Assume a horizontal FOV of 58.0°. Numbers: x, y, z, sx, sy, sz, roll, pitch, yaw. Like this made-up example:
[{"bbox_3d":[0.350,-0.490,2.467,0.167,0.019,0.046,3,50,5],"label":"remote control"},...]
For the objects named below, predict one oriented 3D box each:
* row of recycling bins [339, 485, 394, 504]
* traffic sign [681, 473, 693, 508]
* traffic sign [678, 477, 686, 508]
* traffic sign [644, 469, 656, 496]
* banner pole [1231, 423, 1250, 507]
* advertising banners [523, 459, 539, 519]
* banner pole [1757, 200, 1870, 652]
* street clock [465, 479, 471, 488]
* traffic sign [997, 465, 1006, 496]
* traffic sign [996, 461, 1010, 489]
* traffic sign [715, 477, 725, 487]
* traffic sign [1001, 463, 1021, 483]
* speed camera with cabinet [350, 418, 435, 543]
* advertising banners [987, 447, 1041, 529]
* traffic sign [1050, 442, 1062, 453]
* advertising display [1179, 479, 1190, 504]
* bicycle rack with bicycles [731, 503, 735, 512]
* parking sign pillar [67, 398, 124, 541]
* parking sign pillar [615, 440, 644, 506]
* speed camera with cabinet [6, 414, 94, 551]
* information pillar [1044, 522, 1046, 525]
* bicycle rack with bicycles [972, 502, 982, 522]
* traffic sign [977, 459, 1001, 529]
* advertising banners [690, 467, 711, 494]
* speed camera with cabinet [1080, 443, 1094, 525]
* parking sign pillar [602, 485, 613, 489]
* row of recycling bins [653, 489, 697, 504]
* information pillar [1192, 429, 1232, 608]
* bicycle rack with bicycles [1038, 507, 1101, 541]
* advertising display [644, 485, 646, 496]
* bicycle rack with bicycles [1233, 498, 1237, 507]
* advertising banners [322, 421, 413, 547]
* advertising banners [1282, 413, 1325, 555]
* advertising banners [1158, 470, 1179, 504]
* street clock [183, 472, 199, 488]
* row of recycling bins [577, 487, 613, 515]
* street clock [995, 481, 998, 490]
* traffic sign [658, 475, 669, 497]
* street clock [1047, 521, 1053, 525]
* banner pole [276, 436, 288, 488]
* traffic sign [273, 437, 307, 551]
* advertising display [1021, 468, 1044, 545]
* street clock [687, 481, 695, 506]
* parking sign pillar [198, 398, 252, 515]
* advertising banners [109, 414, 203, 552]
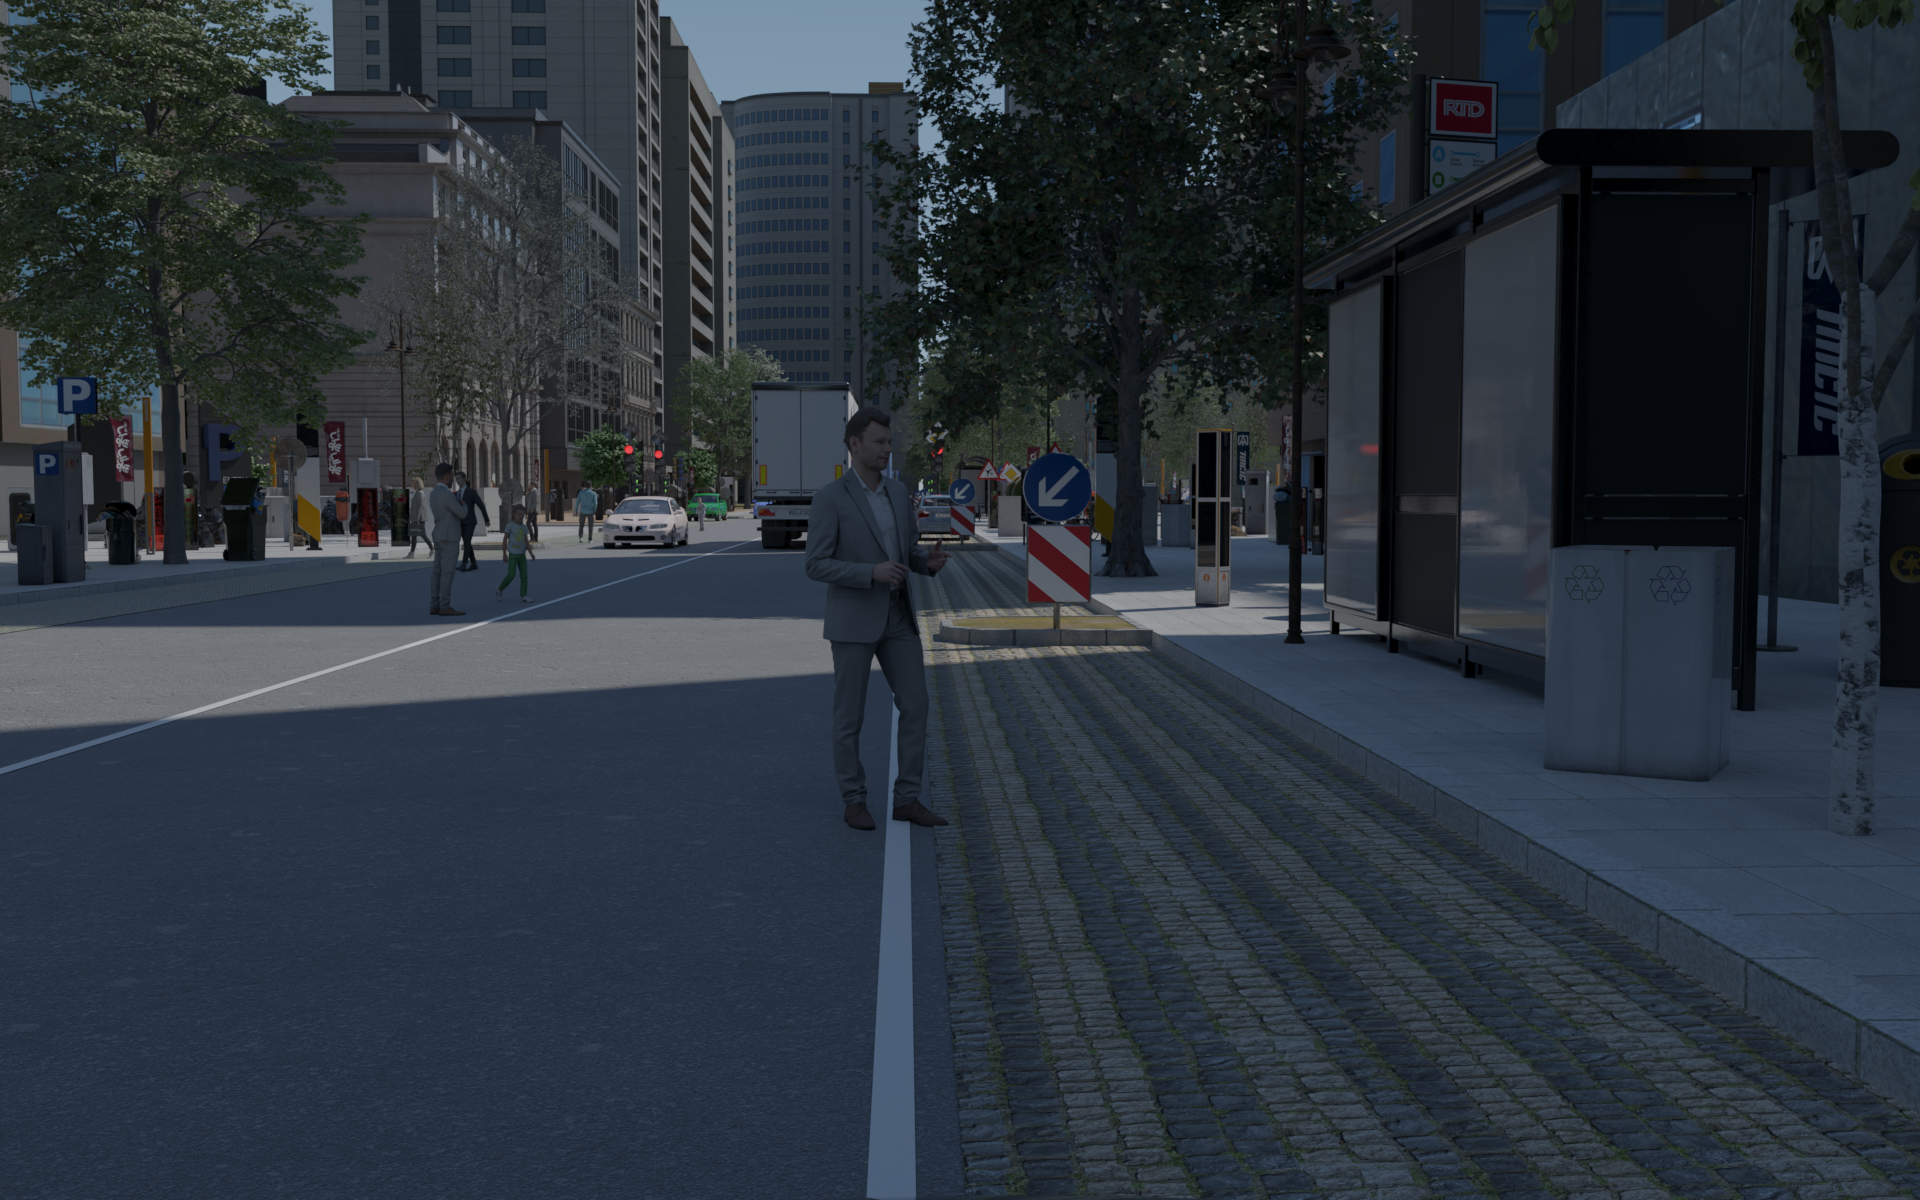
[{"bbox_3d":[-26.160,-4.235,76.353,1.069,1.692,3.534,1,4,15],"label":"row of recycling bins"},{"bbox_3d":[-16.709,-6.470,105.887,0.768,2.556,0.104,0,4,4],"label":"traffic sign"},{"bbox_3d":[-17.142,-6.394,106.674,0.606,2.300,0.079,0,4,0],"label":"traffic sign"},{"bbox_3d":[-16.037,-5.455,89.302,0.768,2.556,0.104,0,4,4],"label":"traffic sign"},{"bbox_3d":[9.789,-4.335,60.890,0.863,3.779,0.401,0,4,-5],"label":"banner pole"},{"bbox_3d":[-21.733,-5.590,87.590,0.090,3.025,2.074,-3,4,-39],"label":"advertising banners"},{"bbox_3d":[6.831,-1.464,13.961,0.401,3.779,0.863,-3,5,-42],"label":"banner pole"},{"bbox_3d":[-23.461,-4.773,82.615,0.358,2.002,0.471,-1,4,-13],"label":"street clock"},{"bbox_3d":[1.977,-4.641,75.989,0.768,2.556,0.104,0,4,5],"label":"traffic sign"},{"bbox_3d":[1.851,-4.156,67.948,0.884,2.594,0.081,0,4,7],"label":"traffic sign"},{"bbox_3d":[-18.096,-7.987,130.698,0.768,2.556,0.104,0,4,-1],"label":"traffic sign"},{"bbox_3d":[1.912,-3.893,64.843,0.795,2.450,0.064,0,4,2],"label":"traffic sign"},{"bbox_3d":[-14.890,-3.124,45.415,2.038,3.252,0.660,-2,4,-26],"label":"speed camera with cabinet"},{"bbox_3d":[1.990,-4.157,64.147,2.074,3.025,0.090,1,4,18],"label":"advertising banners"},{"bbox_3d":[2.365,-2.630,43.003,0.884,2.594,0.081,0,4,4],"label":"traffic sign"},{"bbox_3d":[9.853,-4.335,76.085,0.123,1.923,0.974,2,4,31],"label":"advertising display"},{"bbox_3d":[-17.710,-6.729,123.405,2.925,0.926,2.852,0,4,3],"label":"bicycle rack with bicycles"},{"bbox_3d":[-23.681,-3.608,47.464,1.447,3.967,1.447,-1,4,-16],"label":"parking sign pillar"},{"bbox_3d":[-16.208,-5.913,85.157,1.447,3.967,1.447,-1,4,-12],"label":"parking sign pillar"},{"bbox_3d":[-20.467,-2.725,38.893,2.038,3.252,0.660,1,4,20],"label":"speed camera with cabinet"},{"bbox_3d":[2.772,-2.971,53.068,0.304,2.012,0.304,1,4,18],"label":"information pillar"},{"bbox_3d":[1.545,-4.090,80.259,2.852,0.926,2.925,0,4,-7],"label":"bicycle rack with bicycles"},{"bbox_3d":[1.054,-3.868,63.250,0.884,2.594,0.081,0,4,0],"label":"traffic sign"},{"bbox_3d":[-16.443,-6.947,109.764,2.074,3.025,0.090,3,4,38],"label":"advertising banners"},{"bbox_3d":[4.768,-4.465,67.335,0.660,3.252,2.038,0,4,-4],"label":"speed camera with cabinet"},{"bbox_3d":[-21.982,-7.416,109.729,1.447,3.967,1.447,0,4,-4],"label":"parking sign pillar"},{"bbox_3d":[-21.920,-7.747,133.776,3.534,1.692,1.069,-1,4,-20],"label":"row of recycling bins"},{"bbox_3d":[2.881,-0.930,19.701,0.304,2.012,0.304,3,4,37],"label":"information pillar"},{"bbox_3d":[3.166,-2.071,47.241,2.925,0.926,2.852,-1,4,-15],"label":"bicycle rack with bicycles"},{"bbox_3d":[-23.422,-7.429,126.679,0.974,1.923,0.123,-1,4,-10],"label":"advertising display"},{"bbox_3d":[22.700,-8.311,149.265,2.852,0.926,2.925,0,4,1],"label":"bicycle rack with bicycles"},{"bbox_3d":[-14.307,-2.795,41.887,2.074,3.025,0.090,-2,4,-25],"label":"advertising banners"},{"bbox_3d":[7.317,-2.495,36.980,0.090,3.025,2.074,-1,4,-15],"label":"advertising banners"},{"bbox_3d":[15.330,-8.052,127.831,2.074,3.025,0.090,-3,5,-41],"label":"advertising banners"},{"bbox_3d":[-25.167,-3.188,56.687,0.471,2.002,0.358,1,4,16],"label":"street clock"},{"bbox_3d":[-22.526,-6.109,106.998,1.069,1.692,3.534,-3,5,-45],"label":"row of recycling bins"},{"bbox_3d":[2.061,-5.210,89.759,0.471,2.002,0.358,-1,4,-14],"label":"street clock"},{"bbox_3d":[-15.663,-5.469,91.555,0.606,2.300,0.079,0,4,7],"label":"traffic sign"},{"bbox_3d":[1.855,-1.868,35.109,0.471,2.002,0.358,1,4,12],"label":"street clock"},{"bbox_3d":[-29.118,-5.170,74.542,0.401,3.779,0.863,3,4,37],"label":"banner pole"},{"bbox_3d":[-15.072,-2.378,38.981,0.768,2.556,0.104,0,4,3],"label":"traffic sign"},{"bbox_3d":[1.835,-2.351,43.655,0.123,1.923,0.974,2,4,33],"label":"advertising display"},{"bbox_3d":[-15.456,-5.803,99.452,0.358,2.002,0.471,2,4,27],"label":"street clock"},{"bbox_3d":[-20.469,-3.658,48.278,1.447,3.967,1.447,3,5,42],"label":"parking sign pillar"},{"bbox_3d":[-17.911,-2.594,38.607,0.090,3.025,2.074,3,4,36],"label":"advertising banners"}]
